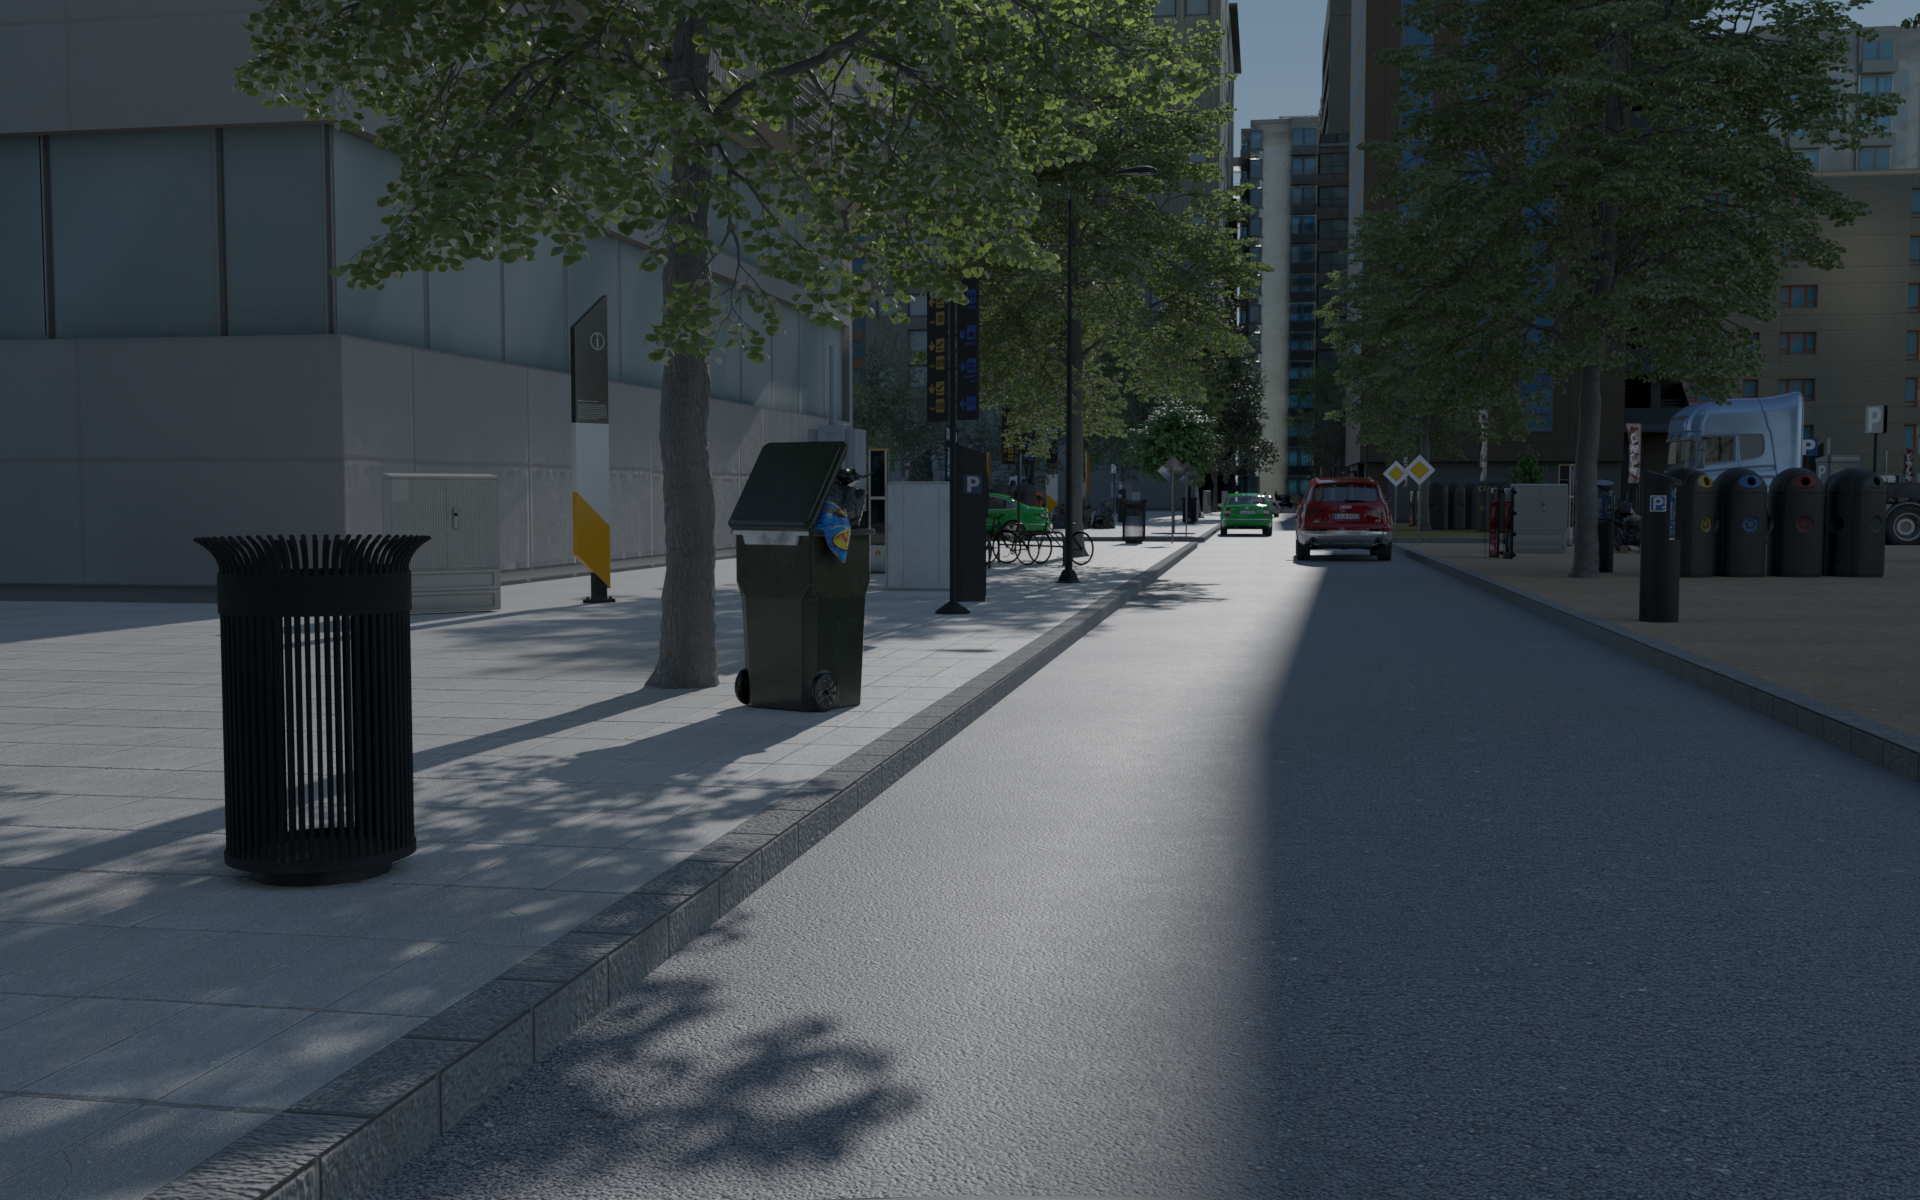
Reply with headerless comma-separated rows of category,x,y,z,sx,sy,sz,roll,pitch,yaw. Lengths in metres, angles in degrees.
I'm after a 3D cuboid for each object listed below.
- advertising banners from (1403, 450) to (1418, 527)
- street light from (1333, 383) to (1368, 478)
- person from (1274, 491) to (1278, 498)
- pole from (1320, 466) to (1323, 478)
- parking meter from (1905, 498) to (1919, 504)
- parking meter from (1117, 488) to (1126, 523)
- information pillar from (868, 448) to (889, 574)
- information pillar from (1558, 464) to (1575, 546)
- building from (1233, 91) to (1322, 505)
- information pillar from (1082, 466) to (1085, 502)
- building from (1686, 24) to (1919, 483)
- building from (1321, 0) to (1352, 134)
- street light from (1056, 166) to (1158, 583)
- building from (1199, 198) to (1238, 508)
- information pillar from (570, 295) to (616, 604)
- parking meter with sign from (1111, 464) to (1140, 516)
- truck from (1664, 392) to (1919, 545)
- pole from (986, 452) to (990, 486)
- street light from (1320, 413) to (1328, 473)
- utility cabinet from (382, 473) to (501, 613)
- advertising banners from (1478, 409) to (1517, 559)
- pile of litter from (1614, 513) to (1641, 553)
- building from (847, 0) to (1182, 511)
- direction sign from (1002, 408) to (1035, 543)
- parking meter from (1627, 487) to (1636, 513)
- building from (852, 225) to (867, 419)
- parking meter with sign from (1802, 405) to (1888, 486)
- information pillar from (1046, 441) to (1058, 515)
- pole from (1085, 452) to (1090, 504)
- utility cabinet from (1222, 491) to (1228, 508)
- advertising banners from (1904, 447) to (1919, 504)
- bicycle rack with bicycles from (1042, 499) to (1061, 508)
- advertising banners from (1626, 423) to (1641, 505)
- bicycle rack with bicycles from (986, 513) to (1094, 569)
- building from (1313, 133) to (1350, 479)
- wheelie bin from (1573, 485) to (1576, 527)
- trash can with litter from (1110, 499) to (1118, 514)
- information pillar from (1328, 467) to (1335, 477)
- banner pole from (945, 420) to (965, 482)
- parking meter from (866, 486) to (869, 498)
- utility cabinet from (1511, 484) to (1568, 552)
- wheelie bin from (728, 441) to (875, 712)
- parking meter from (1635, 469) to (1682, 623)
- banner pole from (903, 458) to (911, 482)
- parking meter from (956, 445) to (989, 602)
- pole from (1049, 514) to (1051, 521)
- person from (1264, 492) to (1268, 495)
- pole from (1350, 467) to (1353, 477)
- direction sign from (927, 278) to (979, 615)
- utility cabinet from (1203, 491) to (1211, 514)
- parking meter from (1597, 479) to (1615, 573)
advertising banners,17.868,-4.417,68.405,0.090,3.025,2.074,0,4,-6
street light,16.534,-6.124,72.674,1.470,5.913,1.316,1,4,10
person,33.694,-10.751,185.014,0.721,1.736,1.217,-1,4,-23
pole,25.835,-7.948,123.796,0.158,3.312,0.155,0,3,0
parking meter,29.462,-2.764,53.606,0.372,1.533,0.369,0,3,0
parking meter,7.286,-4.260,78.064,0.372,1.533,0.369,0,3,0
information pillar,-1.309,-1.434,27.941,0.304,2.012,0.304,0,4,4
information pillar,14.887,-2.329,42.570,0.304,2.012,0.304,2,4,35
building,49.297,-36.585,217.775,30.456,49.044,23.786,1,4,10
information pillar,8.426,-7.677,116.872,0.504,3.616,0.183,1,4,12
building,84.285,-34.272,179.952,30.456,49.044,23.786,1,4,10
building,43.803,-32.616,156.978,21.300,48.544,21.600,1,4,10
street light,2.100,-3.194,24.761,1.470,5.913,1.316,1,4,10
building,18.902,-23.959,163.424,14.160,30.474,14.107,1,4,10
information pillar,-4.318,-1.770,20.297,0.183,3.616,0.504,3,5,41
parking meter with sign,9.650,-6.390,100.743,1.738,3.016,0.543,-2,4,-30
truck,27.873,-3.419,45.660,18.799,4.110,2.967,1,4,8
pole,1.366,-5.505,83.853,0.158,3.312,0.155,0,3,0
street light,21.232,-7.730,98.924,1.470,5.913,1.316,1,4,10
utility cabinet,-5.566,-0.609,18.633,1.173,1.500,0.318,-3,4,-36
advertising banners,10.836,-2.375,35.021,0.090,3.025,2.074,0,4,-3
pile of litter,14.741,-1.458,37.796,1.719,0.858,1.176,2,4,30
building,8.164,-33.835,142.443,28.713,52.752,27.495,1,4,10
direction sign,1.540,-3.270,45.459,0.876,3.537,0.379,1,4,12
parking meter,25.845,-3.561,66.639,0.372,1.533,0.369,0,3,0
building,-10.716,-33.229,197.925,28.867,44.769,22.147,1,4,10
parking meter with sign,17.215,-2.311,34.040,1.738,3.016,0.543,0,4,-8
information pillar,3.845,-4.940,72.121,0.504,3.616,0.183,0,4,0
pole,6.227,-5.554,84.646,0.158,3.312,0.155,0,3,0
utility cabinet,19.121,-7.112,124.953,0.318,1.500,1.173,0,4,1
advertising banners,35.391,-4.120,63.545,0.090,3.025,2.074,-1,4,-15
bicycle rack with bicycles,5.815,-6.573,120.843,2.852,0.926,2.925,-2,4,-30
advertising banners,17.318,-2.875,43.195,2.074,3.025,0.090,-2,4,-27
bicycle rack with bicycles,0.615,-1.093,31.257,2.852,0.926,2.925,-3,4,-39
building,35.982,-22.576,140.812,14.160,30.474,14.107,1,4,10
wheelie bin,21.721,-3.233,60.773,0.980,1.594,0.693,3,5,42
trash can with litter,10.235,-6.268,113.873,1.055,1.170,0.624,1,4,11
information pillar,26.558,-8.096,123.720,0.504,3.616,0.183,1,4,21
banner pole,-0.122,-4.172,58.237,0.863,3.779,0.401,0,4,2
parking meter,-6.635,-7.249,124.233,0.399,1.863,0.255,1,4,13
utility cabinet,12.581,-1.773,37.663,1.173,1.500,0.318,1,4,15
wheelie bin,-0.960,-0.157,10.481,0.980,1.594,0.693,2,4,34
parking meter,7.039,-0.550,17.405,0.372,1.533,0.369,0,3,0
banner pole,-3.102,-7.121,106.452,0.863,3.779,0.401,0,4,-7
parking meter,0.127,-0.916,20.684,0.399,1.863,0.255,-1,4,-18
pole,3.876,-5.015,75.833,0.158,3.312,0.155,0,3,0
person,31.559,-10.320,178.708,0.415,1.643,0.593,-3,5,-45
pole,27.170,-7.725,120.152,0.158,3.312,0.155,0,3,0
direction sign,-0.078,-1.622,18.509,0.379,3.537,0.876,-3,4,-38
utility cabinet,15.983,-6.318,111.973,0.318,1.500,1.173,1,4,19
parking meter,10.530,-1.223,28.403,0.372,1.533,0.369,0,3,0
